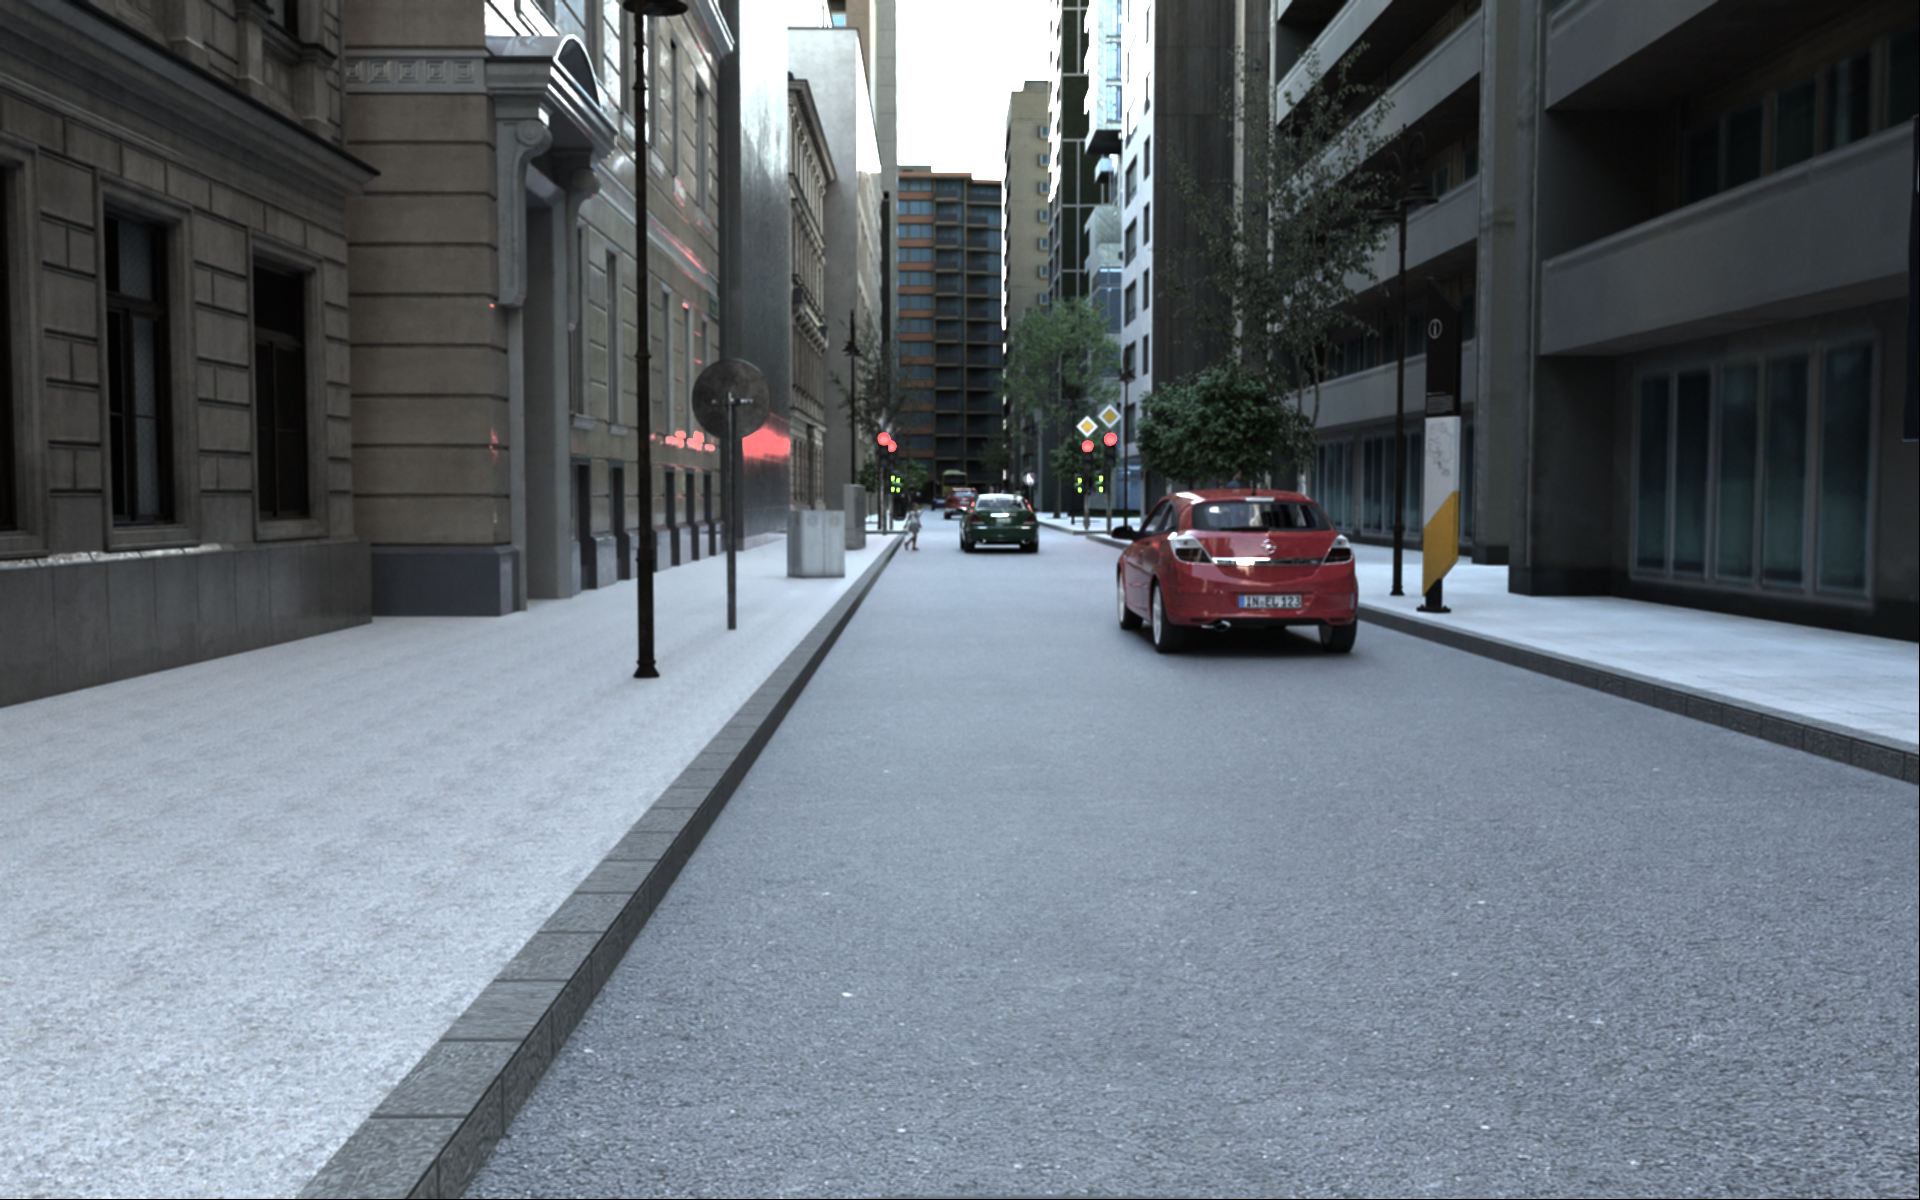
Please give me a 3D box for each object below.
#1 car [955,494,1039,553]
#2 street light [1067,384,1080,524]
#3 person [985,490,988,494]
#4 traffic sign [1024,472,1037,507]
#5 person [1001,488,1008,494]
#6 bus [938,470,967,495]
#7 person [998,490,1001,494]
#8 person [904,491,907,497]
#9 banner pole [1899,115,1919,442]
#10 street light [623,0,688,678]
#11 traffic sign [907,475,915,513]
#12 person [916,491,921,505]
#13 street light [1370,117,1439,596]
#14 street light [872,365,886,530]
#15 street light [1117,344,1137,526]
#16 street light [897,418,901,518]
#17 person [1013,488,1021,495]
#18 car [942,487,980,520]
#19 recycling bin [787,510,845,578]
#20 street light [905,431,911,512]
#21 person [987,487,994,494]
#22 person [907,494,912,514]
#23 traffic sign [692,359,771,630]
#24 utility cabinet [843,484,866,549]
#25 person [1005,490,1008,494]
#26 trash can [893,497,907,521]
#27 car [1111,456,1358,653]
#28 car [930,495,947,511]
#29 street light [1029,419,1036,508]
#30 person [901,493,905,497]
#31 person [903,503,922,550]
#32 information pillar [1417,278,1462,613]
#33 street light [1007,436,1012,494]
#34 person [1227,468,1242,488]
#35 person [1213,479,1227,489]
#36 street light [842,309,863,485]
[{"bbox_3d":[0.966,-1.963,43.899,2.131,1.459,4.920,0,4,-2],"label":"car"},{"bbox_3d":[4.784,-6.139,73.165,0.468,5.910,1.993,0,4,-1],"label":"street light"},{"bbox_3d":[3.156,-12.193,205.854,0.683,1.767,0.568,3,5,40],"label":"person"},{"bbox_3d":[4.149,-6.242,102.170,0.768,2.556,0.104,0,4,1],"label":"traffic sign"},{"bbox_3d":[3.940,-8.953,152.285,0.599,1.838,0.709,-1,4,-16],"label":"person"},{"bbox_3d":[-0.722,-11.368,177.407,2.896,3.916,12.252,0,4,-2],"label":"bus"},{"bbox_3d":[4.483,-11.741,198.920,0.530,1.710,0.541,-1,4,-20],"label":"person"},{"bbox_3d":[-5.479,-10.420,177.329,0.541,1.710,0.530,0,4,-5],"label":"person"},{"bbox_3d":[5.612,-1.209,9.780,0.401,3.779,0.863,-1,4,-9],"label":"banner pole"},{"bbox_3d":[-2.200,-2.397,11.972,0.468,5.910,1.993,0,4,-1],"label":"street light"},{"bbox_3d":[-3.391,-6.998,114.525,0.768,2.556,0.104,0,4,2],"label":"traffic sign"},{"bbox_3d":[-4.899,-12.013,203.390,0.756,1.711,0.436,1,4,21],"label":"person"},{"bbox_3d":[5.543,-2.996,21.779,0.468,5.910,1.993,0,4,-1],"label":"street light"},{"bbox_3d":[-2.897,-5.460,62.056,0.468,5.910,1.993,0,4,-1],"label":"street light"},{"bbox_3d":[5.126,-4.933,53.436,0.468,5.910,1.993,0,4,-1],"label":"street light"},{"bbox_3d":[-3.383,-7.386,93.555,0.468,5.910,1.993,0,4,-1],"label":"street light"},{"bbox_3d":[4.750,-8.370,142.901,1.348,1.824,0.705,0,4,-1],"label":"person"},{"bbox_3d":[0.147,-5.529,99.076,2.281,1.827,5.304,0,4,-2],"label":"car"},{"bbox_3d":[-2.231,-0.870,26.784,0.722,1.027,0.722,-2,4,-25],"label":"recycling bin"},{"bbox_3d":[-3.760,-9.313,125.056,0.468,5.910,1.993,0,4,-1],"label":"street light"},{"bbox_3d":[1.505,-4.378,80.481,0.834,1.777,0.661,1,4,19],"label":"person"},{"bbox_3d":[-3.314,-6.272,113.257,0.373,1.253,0.362,0,4,6],"label":"person"},{"bbox_3d":[-2.164,-0.994,16.351,0.768,2.556,0.104,0,4,8],"label":"traffic sign"},{"bbox_3d":[-2.446,-1.939,40.379,0.318,1.500,1.173,1,4,8],"label":"utility cabinet"},{"bbox_3d":[4.841,-10.867,184.448,0.721,1.736,1.217,-3,5,-40],"label":"person"},{"bbox_3d":[-2.917,-4.387,83.383,0.748,1.137,0.748,0,3,0],"label":"trash can"},{"bbox_3d":[2.620,-0.493,17.106,2.155,1.783,4.494,0,4,-1],"label":"car"},{"bbox_3d":[-1.602,-8.403,149.967,1.945,1.354,3.894,0,4,0],"label":"car"},{"bbox_3d":[4.416,-8.073,104.782,0.468,5.910,1.993,0,4,-1],"label":"street light"},{"bbox_3d":[-5.993,-10.785,183.043,0.551,1.740,0.621,0,4,-5],"label":"person"},{"bbox_3d":[-1.195,-1.887,44.374,0.382,1.210,0.505,2,4,31],"label":"person"},{"bbox_3d":[5.183,-1.669,18.646,0.183,3.616,0.504,-2,4,-24],"label":"information pillar"},{"bbox_3d":[3.869,-10.000,136.280,0.468,5.910,1.993,0,4,-1],"label":"street light"},{"bbox_3d":[5.722,-1.849,36.304,0.654,1.822,0.581,0,4,0],"label":"person"},{"bbox_3d":[7.340,-2.560,48.171,0.520,1.790,0.573,-2,4,-27],"label":"person"},{"bbox_3d":[-2.684,-4.323,43.471,0.468,5.910,1.993,0,4,-1],"label":"street light"}]
